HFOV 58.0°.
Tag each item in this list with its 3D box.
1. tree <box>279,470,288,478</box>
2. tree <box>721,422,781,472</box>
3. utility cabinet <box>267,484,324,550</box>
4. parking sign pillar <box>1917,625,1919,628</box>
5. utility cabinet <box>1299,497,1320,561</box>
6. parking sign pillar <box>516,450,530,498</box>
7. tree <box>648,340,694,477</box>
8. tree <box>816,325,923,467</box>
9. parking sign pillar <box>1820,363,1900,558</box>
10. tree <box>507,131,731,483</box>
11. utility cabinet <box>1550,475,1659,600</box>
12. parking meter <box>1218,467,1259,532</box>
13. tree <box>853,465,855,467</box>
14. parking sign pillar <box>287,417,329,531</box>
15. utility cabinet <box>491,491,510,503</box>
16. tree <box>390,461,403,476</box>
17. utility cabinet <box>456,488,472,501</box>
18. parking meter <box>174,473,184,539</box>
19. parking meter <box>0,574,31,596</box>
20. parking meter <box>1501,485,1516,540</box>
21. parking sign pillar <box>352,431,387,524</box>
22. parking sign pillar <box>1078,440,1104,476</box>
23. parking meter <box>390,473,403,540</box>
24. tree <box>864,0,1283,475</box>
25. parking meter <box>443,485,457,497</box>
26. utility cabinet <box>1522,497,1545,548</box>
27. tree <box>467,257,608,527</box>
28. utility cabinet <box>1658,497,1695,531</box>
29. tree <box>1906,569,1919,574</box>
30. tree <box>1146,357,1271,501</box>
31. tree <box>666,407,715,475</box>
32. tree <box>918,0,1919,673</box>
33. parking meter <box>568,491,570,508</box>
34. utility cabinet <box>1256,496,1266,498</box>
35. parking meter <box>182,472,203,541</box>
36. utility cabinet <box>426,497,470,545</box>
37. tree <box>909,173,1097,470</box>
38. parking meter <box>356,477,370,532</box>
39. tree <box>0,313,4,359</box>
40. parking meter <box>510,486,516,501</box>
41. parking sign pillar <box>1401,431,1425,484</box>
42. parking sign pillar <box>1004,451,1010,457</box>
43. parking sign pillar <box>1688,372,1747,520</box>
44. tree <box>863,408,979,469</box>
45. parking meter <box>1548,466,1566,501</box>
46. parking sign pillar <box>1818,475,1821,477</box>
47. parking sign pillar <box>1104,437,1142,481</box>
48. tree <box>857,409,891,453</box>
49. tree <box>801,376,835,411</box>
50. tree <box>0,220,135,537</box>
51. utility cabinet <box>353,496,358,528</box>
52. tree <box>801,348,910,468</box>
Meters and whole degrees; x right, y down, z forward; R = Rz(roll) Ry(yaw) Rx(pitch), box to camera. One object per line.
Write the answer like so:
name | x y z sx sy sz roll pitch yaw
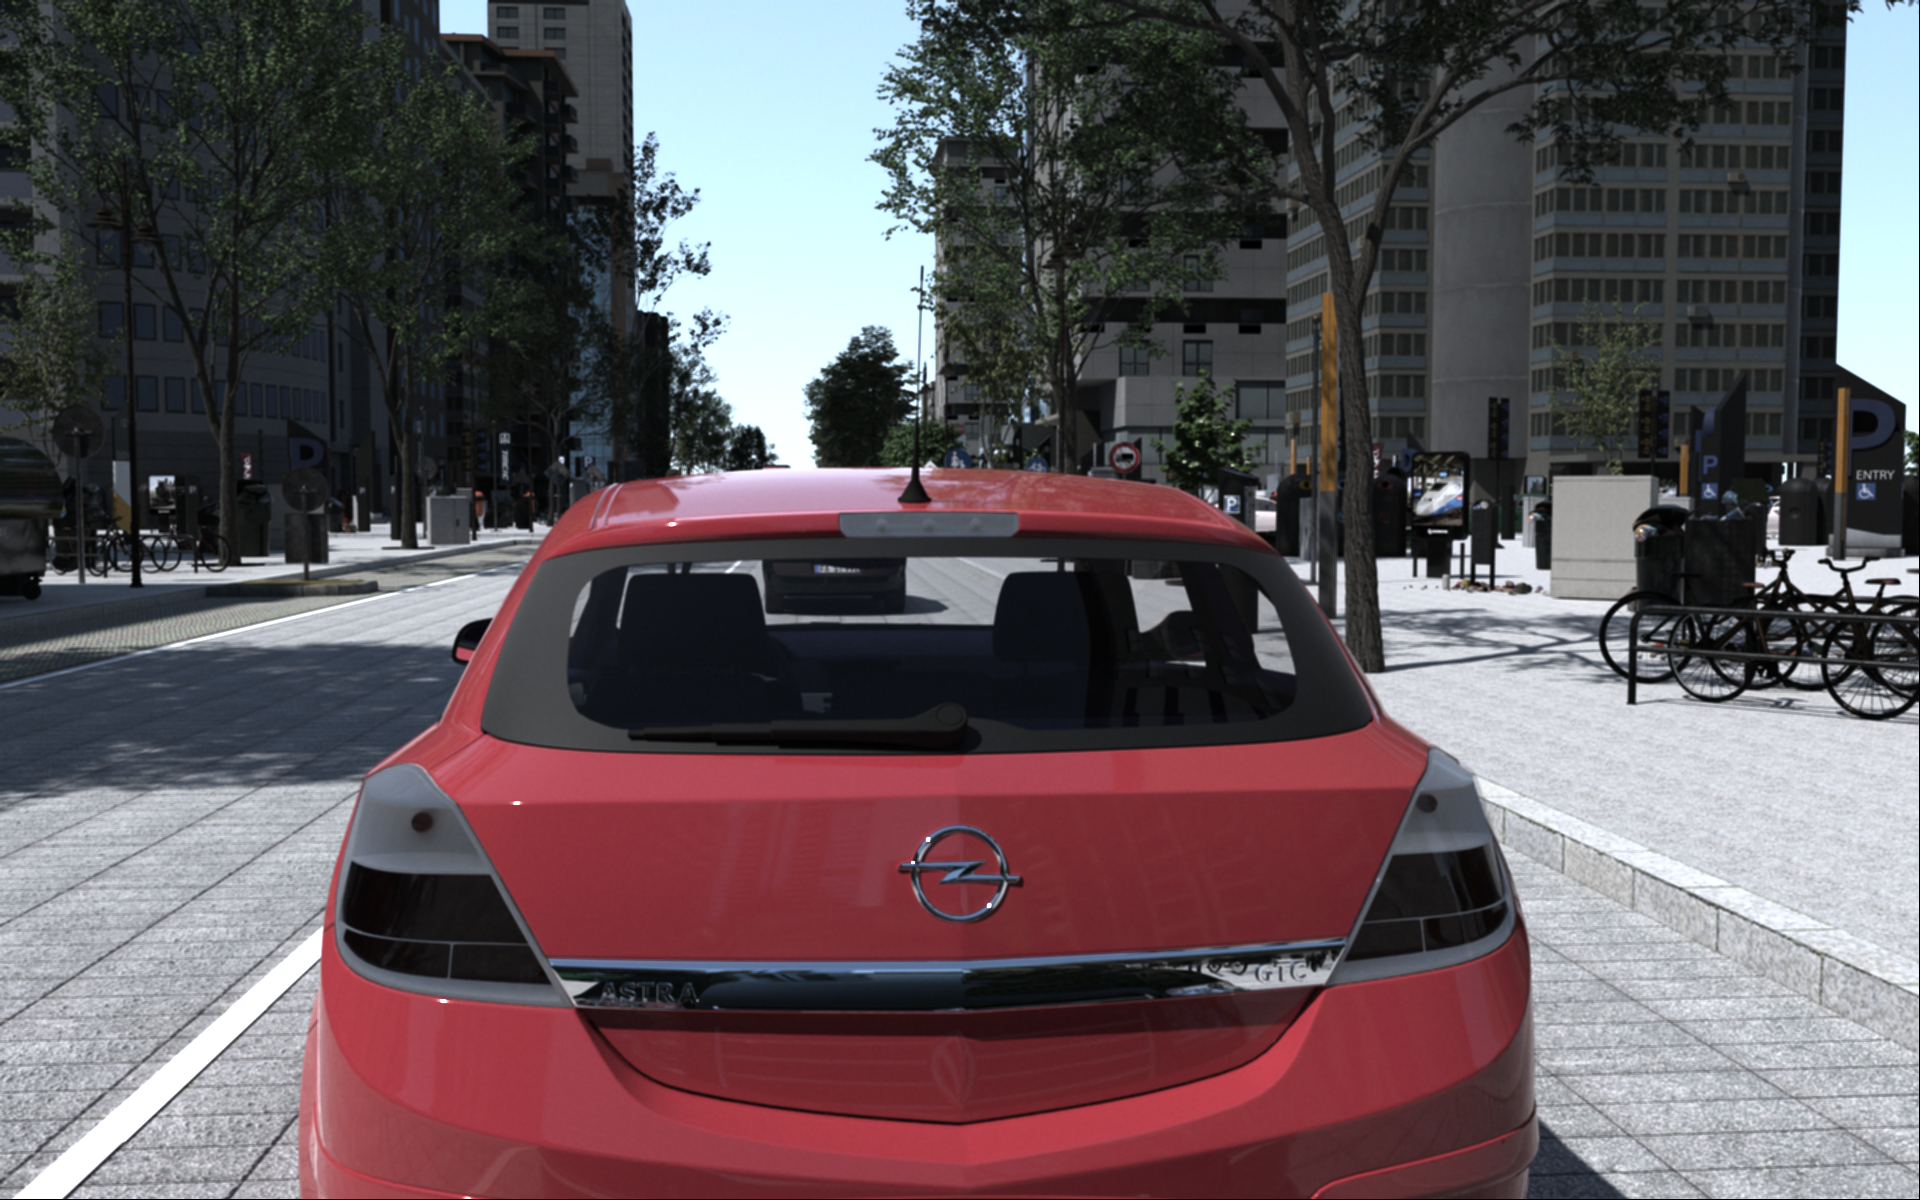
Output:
tree | -28.057 -4.878 74.354 1.663 3.219 1.824 0 3 0
tree | -33.471 -21.989 276.525 9.611 12.733 9.660 0 3 0
utility cabinet | -15.038 -1.870 39.253 1.173 1.500 0.318 -1 4 -15
parking sign pillar | 9.847 -1.697 16.223 1.447 3.967 1.447 -3 5 -45
utility cabinet | 6.855 -1.386 33.816 0.306 1.237 1.020 0 4 0
parking sign pillar | -26.725 -7.194 106.086 1.447 3.967 1.447 -3 4 -38
tree | -20.053 -11.750 117.872 9.928 11.665 9.643 0 3 0
tree | -6.042 -12.133 116.495 7.486 12.596 7.792 0 3 0
parking sign pillar | 18.528 -2.867 35.351 1.447 3.967 1.447 2 4 33
tree | -18.251 -14.457 92.265 12.611 20.169 13.585 0 3 0
utility cabinet | 7.791 -0.750 20.944 1.173 1.500 0.318 3 4 39
parking meter | 2.558 -0.460 15.924 0.372 1.533 0.369 0 3 0
tree | -9.121 -13.069 164.043 4.360 8.622 3.978 0 3 0
parking sign pillar | -22.699 -4.394 60.320 1.447 3.967 1.447 -2 4 -25
utility cabinet | -29.753 -6.331 112.189 1.173 1.500 0.318 -1 4 -12
tree | -32.296 -6.462 100.255 1.663 3.219 1.824 0 3 0
utility cabinet | -19.526 -3.604 67.610 1.173 1.500 0.318 -2 4 -31
parking meter | -22.067 -2.650 49.034 0.255 1.863 0.399 -2 4 -29
parking meter | -11.986 -0.988 21.862 0.399 1.863 0.255 1 4 22
parking meter | 15.404 -2.461 48.646 0.372 1.533 0.369 0 3 0
parking sign pillar | -25.450 -5.264 74.532 1.447 3.967 1.447 3 4 39
parking sign pillar | 6.510 -5.965 86.005 1.447 3.967 1.447 -2 4 -24
parking meter | -15.706 -2.607 48.341 0.399 1.863 0.255 3 5 43
tree | 1.934 -6.520 32.360 9.928 11.665 9.643 0 3 0
parking meter | -14.109 -2.418 47.941 0.372 1.533 0.369 0 3 0
utility cabinet | 13.832 -1.871 41.747 0.306 1.237 1.020 0 4 5
tree | -15.792 -8.158 67.800 7.601 10.594 8.767 0 4 5
utility cabinet | 15.148 -1.586 37.086 1.020 1.237 0.306 3 5 41
tree | 16.045 -2.038 27.919 1.663 3.219 1.824 0 3 0
tree | 3.303 -1.818 24.332 1.663 3.219 1.824 0 3 0
tree | -21.809 -11.509 138.532 4.737 8.622 4.395 0 3 0
tree | 3.011 -4.778 12.535 8.767 10.594 7.601 1 4 10
parking meter | -21.236 -5.282 94.768 0.372 1.533 0.369 0 3 0
utility cabinet | 11.728 -3.485 68.136 0.306 1.237 1.020 -1 4 -9
parking meter | -20.737 -2.520 46.917 0.399 1.863 0.255 -1 4 -14
utility cabinet | -12.971 -2.003 43.916 1.020 1.237 0.306 -3 4 -37
tree | 0.956 -5.533 40.819 4.737 8.622 4.395 0 3 0
parking meter | -20.251 -3.245 58.770 0.399 1.863 0.255 0 4 -3
tree | -24.829 -5.519 40.595 4.360 8.622 3.978 0 3 0
parking meter | -30.890 -6.982 119.872 0.399 1.863 0.255 2 4 33
parking sign pillar | 19.231 -5.206 73.598 1.447 3.967 1.447 -1 4 -14
parking sign pillar | 2.430 -7.218 106.480 1.447 3.967 1.447 0 4 -6
parking sign pillar | 16.768 -3.033 38.068 1.447 3.967 1.447 -3 5 -43
tree | -1.261 -5.028 65.915 4.285 4.588 4.351 0 3 0
parking meter | 12.170 -1.812 35.339 0.255 1.863 0.399 2 4 33
parking sign pillar | 60.254 -8.168 122.013 1.447 3.967 1.447 2 4 30
parking sign pillar | 7.932 -5.716 81.926 1.447 3.967 1.447 -2 4 -29
tree | -6.899 -11.605 140.106 4.737 8.622 4.395 0 3 0
tree | -16.064 -24.260 252.538 12.611 20.169 13.585 0 3 0
tree | -24.588 -5.904 46.888 4.737 8.622 4.395 0 3 0
utility cabinet | -22.503 -3.293 64.999 0.306 1.237 1.020 -2 4 -33
tree | -8.596 -14.788 148.431 9.857 13.997 8.962 0 3 0
